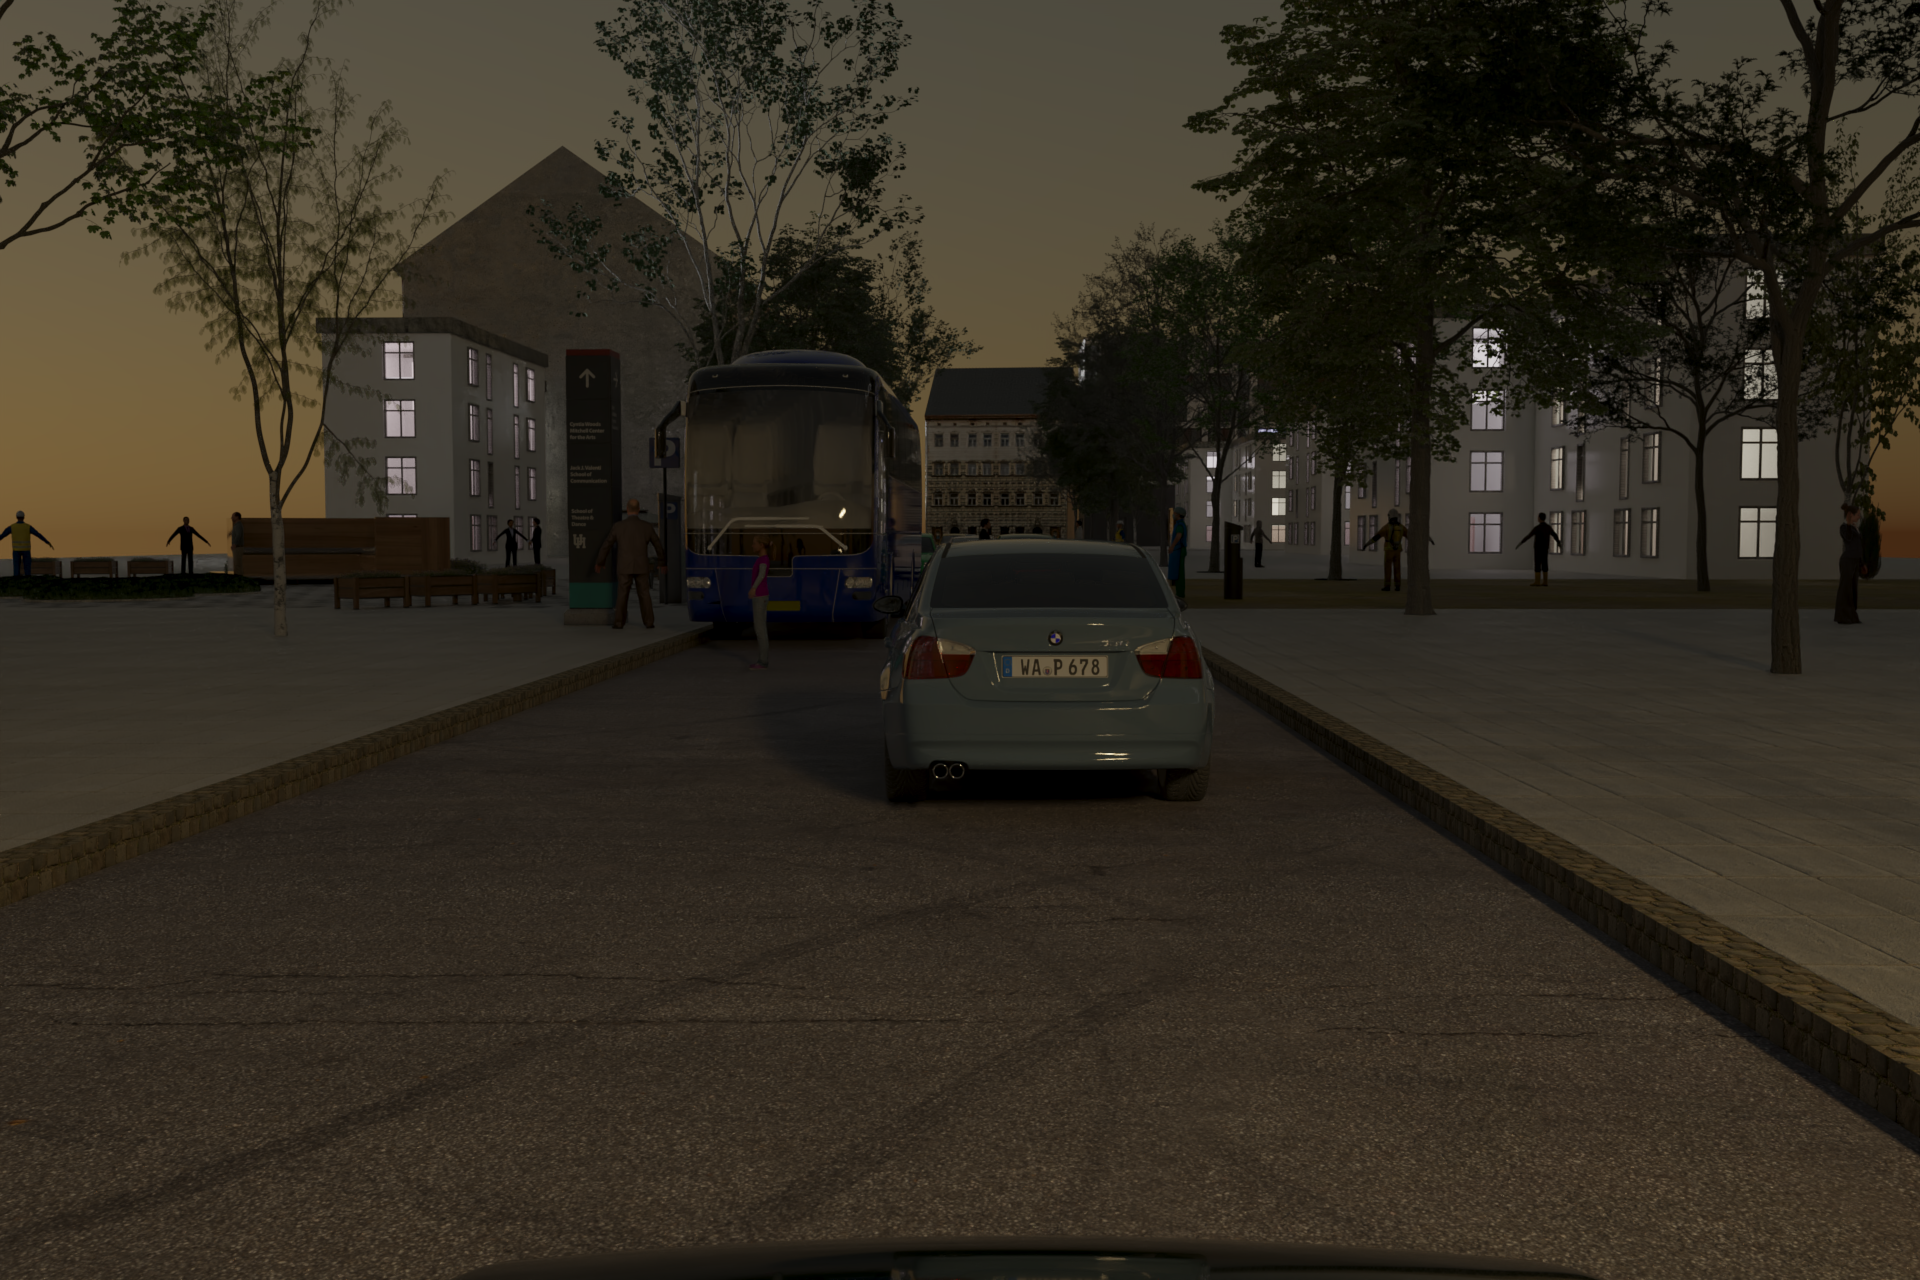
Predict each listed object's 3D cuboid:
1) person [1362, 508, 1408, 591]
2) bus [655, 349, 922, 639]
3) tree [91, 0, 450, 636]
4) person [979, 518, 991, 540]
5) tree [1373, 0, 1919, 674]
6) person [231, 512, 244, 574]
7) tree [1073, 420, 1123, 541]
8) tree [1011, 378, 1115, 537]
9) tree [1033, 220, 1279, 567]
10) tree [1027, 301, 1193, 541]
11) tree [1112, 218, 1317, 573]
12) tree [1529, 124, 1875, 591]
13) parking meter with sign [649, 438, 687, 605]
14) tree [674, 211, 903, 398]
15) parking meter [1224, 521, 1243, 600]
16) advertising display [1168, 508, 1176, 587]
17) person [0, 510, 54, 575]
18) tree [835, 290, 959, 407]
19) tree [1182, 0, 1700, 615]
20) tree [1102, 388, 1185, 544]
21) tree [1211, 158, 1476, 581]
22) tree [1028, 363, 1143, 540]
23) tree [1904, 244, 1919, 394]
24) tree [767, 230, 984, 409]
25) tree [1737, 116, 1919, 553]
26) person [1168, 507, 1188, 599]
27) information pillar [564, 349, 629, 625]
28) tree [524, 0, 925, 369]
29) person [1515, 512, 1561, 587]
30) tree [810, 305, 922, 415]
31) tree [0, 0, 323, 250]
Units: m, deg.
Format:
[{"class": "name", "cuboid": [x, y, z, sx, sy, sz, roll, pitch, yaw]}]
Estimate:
[{"class": "person", "cuboid": [9.727, -2.031, 38.972, 1.354, 1.858, 0.705, -1, 4, -9]}, {"class": "bus", "cuboid": [-2.106, -2.162, 26.889, 2.896, 3.916, 12.251, 0, 4, 1]}, {"class": "tree", "cuboid": [-8.663, -4.370, 21.818, 4.360, 8.622, 3.978, 0, 3, 0]}, {"class": "person", "cuboid": [0.640, -2.012, 41.533, 0.705, 1.806, 1.347, 0, 4, 7]}, {"class": "tree", "cuboid": [7.278, -4.966, 15.602, 7.601, 10.594, 8.767, -1, 4, -12]}, {"class": "person", "cuboid": [-16.771, -2.072, 40.147, 0.705, 1.796, 1.348, -1, 4, -22]}, {"class": "tree", "cuboid": [9.078, -9.639, 107.955, 4.737, 8.622, 4.395, 0, 3, 0]}, {"class": "tree", "cuboid": [8.941, -13.690, 134.200, 12.009, 13.543, 11.850, 0, 3, 0]}, {"class": "tree", "cuboid": [7.964, -9.630, 67.817, 12.009, 13.543, 11.850, 0, 3, 0]}, {"class": "tree", "cuboid": [8.581, -11.608, 96.449, 9.857, 13.997, 8.962, 0, 3, 0]}, {"class": "tree", "cuboid": [8.527, -8.023, 56.929, 9.928, 11.665, 9.643, 0, 3, 0]}, {"class": "tree", "cuboid": [16.362, -6.375, 38.652, 7.601, 10.594, 8.767, 1, 4, 18]}, {"class": "parking meter with sign", "cuboid": [-5.314, -2.198, 32.205, 0.543, 3.016, 1.738, 0, 4, 2]}, {"class": "tree", "cuboid": [-6.823, -9.989, 69.976, 9.857, 13.997, 8.962, 0, 3, 0]}, {"class": "parking meter", "cuboid": [5.374, -1.566, 34.022, 0.372, 1.533, 0.369, 0, 3, 0]}, {"class": "advertising display", "cuboid": [5.262, -2.296, 42.749, 0.123, 1.923, 0.974, 0, 4, 1]}, {"class": "person", "cuboid": [-22.012, -2.120, 40.627, 1.349, 1.833, 0.705, -2, 4, -25]}, {"class": "tree", "cuboid": [-7.305, -16.841, 131.235, 12.611, 20.169, 13.585, 0, 3, 0]}, {"class": "tree", "cuboid": [7.343, -6.644, 26.756, 7.486, 12.596, 7.792, 0, 3, 0]}, {"class": "tree", "cuboid": [8.772, -8.401, 87.715, 4.360, 8.622, 3.978, 0, 3, 0]}, {"class": "tree", "cuboid": [10.564, -7.454, 47.626, 9.928, 11.665, 9.643, 0, 3, 0]}, {"class": "tree", "cuboid": [9.265, -12.833, 120.190, 12.009, 13.543, 11.850, 0, 3, 0]}, {"class": "tree", "cuboid": [23.743, -5.459, 39.622, 4.737, 8.622, 4.395, 0, 3, 0]}, {"class": "tree", "cuboid": [-5.309, -15.407, 107.796, 12.611, 20.169, 13.585, 0, 3, 0]}, {"class": "tree", "cuboid": [16.352, -4.947, 31.241, 4.737, 8.622, 4.395, 0, 3, 0]}, {"class": "person", "cuboid": [4.268, -1.703, 33.963, 0.704, 1.817, 1.347, 1, 4, 13]}, {"class": "information pillar", "cuboid": [-5.186, -2.154, 24.598, 0.750, 3.857, 0.750, 0, 4, 2]}, {"class": "tree", "cuboid": [-7.080, -12.144, 54.436, 12.611, 20.169, 13.585, 0, 3, 0]}, {"class": "person", "cuboid": [14.232, -2.221, 42.459, 1.346, 1.812, 0.704, -1, 4, -21]}, {"class": "tree", "cuboid": [-6.621, -11.471, 94.208, 9.857, 13.997, 8.962, 0, 3, 0]}, {"class": "tree", "cuboid": [-8.583, -5.358, 13.362, 9.928, 11.665, 9.643, 0, 3, 0]}]
